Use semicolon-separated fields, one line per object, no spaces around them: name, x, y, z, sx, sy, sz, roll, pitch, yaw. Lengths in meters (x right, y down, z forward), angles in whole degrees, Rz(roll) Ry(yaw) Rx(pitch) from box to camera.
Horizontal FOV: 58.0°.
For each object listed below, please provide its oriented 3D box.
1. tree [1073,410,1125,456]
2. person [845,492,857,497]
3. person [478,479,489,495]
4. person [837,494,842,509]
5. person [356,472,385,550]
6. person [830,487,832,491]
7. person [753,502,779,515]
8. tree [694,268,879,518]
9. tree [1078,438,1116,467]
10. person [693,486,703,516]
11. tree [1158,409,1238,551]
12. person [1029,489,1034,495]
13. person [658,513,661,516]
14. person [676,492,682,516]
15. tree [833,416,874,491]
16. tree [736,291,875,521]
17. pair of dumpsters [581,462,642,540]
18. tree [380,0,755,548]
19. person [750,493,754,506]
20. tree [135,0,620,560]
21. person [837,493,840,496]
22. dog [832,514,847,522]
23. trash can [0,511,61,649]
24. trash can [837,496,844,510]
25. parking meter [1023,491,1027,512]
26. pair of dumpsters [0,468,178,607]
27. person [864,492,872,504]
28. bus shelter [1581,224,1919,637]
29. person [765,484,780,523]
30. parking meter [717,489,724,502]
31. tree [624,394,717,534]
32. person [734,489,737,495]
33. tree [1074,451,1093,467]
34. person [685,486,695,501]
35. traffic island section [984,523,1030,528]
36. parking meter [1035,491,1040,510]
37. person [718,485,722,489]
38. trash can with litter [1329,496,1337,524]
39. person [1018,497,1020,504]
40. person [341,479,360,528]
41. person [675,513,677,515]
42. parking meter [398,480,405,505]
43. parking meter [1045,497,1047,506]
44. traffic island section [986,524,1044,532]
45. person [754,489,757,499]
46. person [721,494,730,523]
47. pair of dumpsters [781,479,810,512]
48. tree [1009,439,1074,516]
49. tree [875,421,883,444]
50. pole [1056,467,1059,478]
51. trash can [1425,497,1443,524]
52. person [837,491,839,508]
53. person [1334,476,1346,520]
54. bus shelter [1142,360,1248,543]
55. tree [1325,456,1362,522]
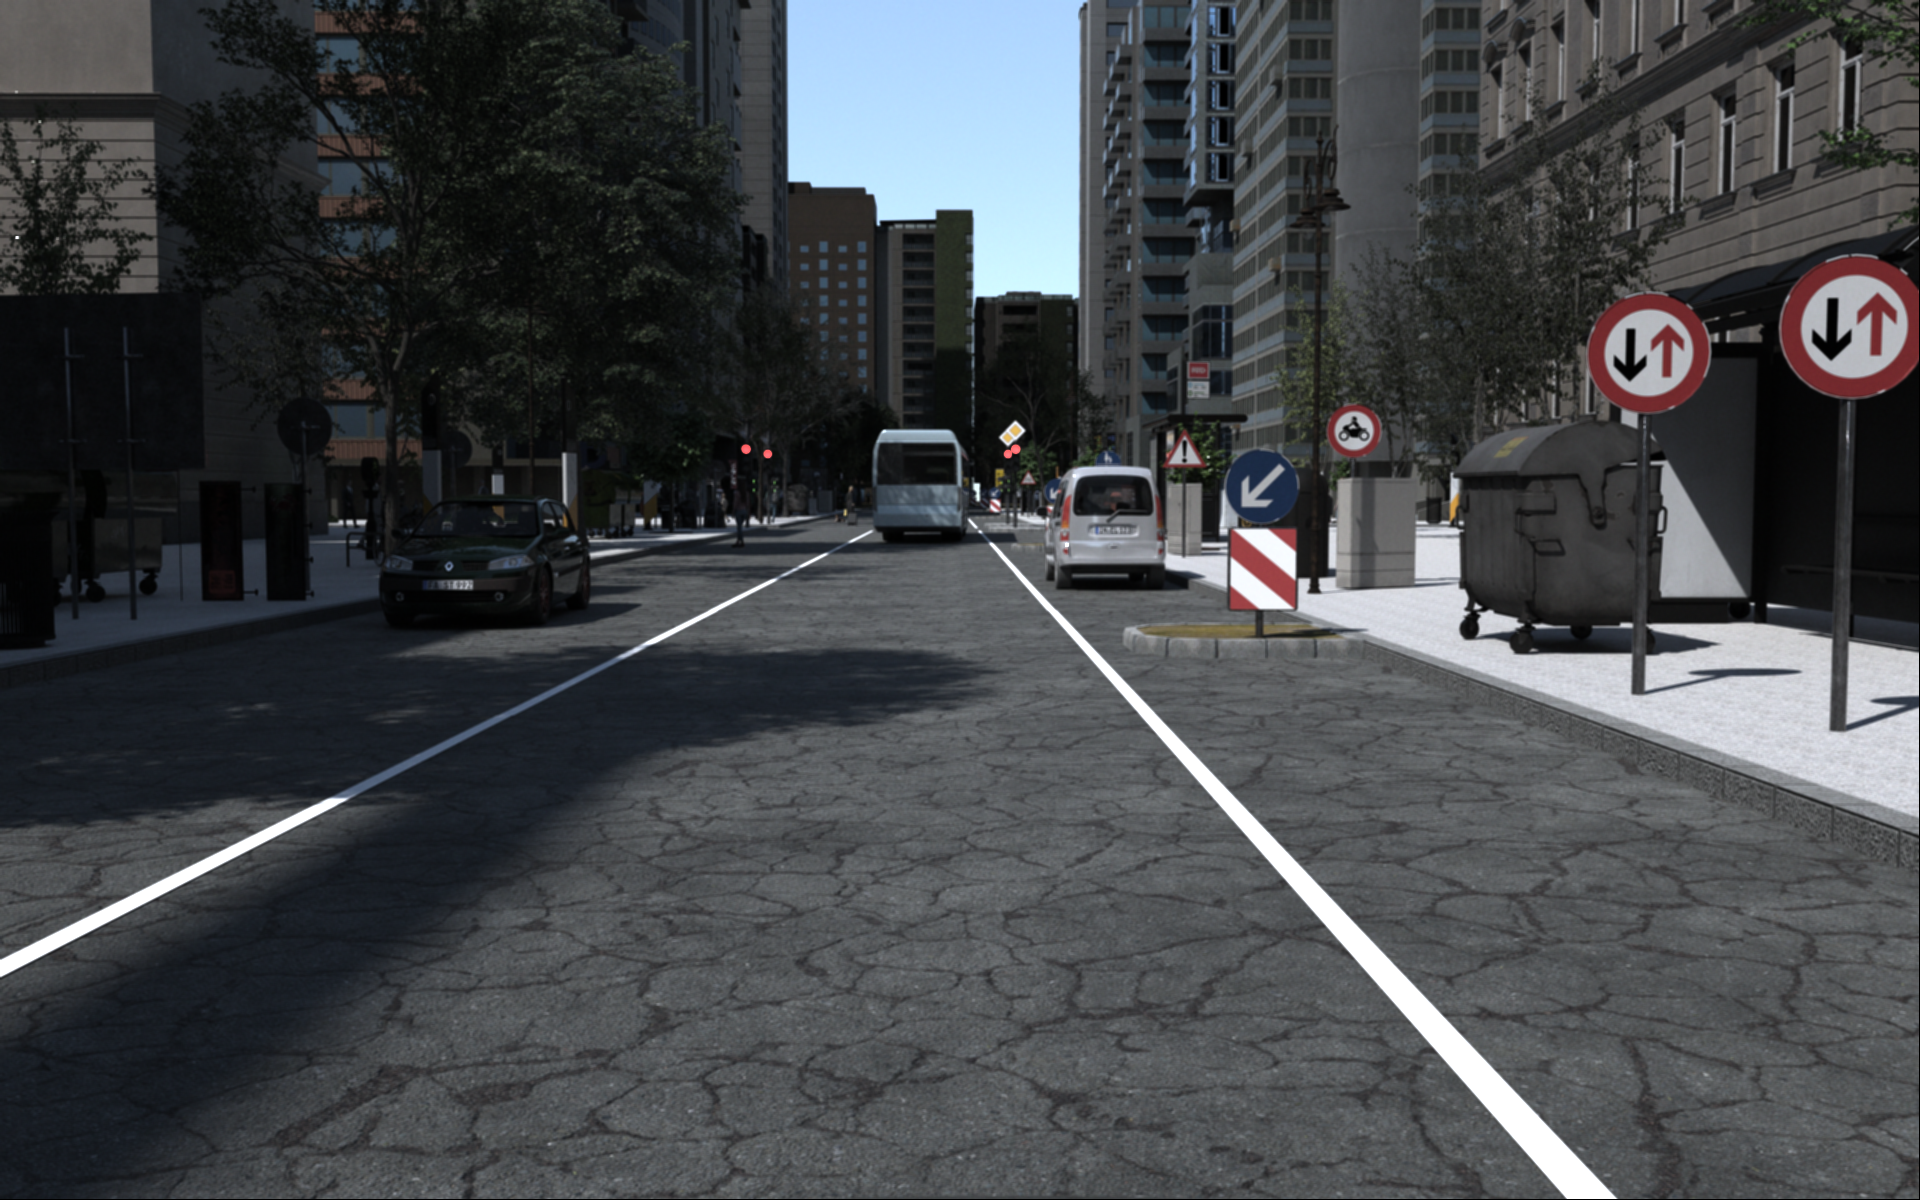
tree;11.190;-11.795;143.205;4.360;8.622;3.978;0;3;0
person;-10.479;-9.767;166.437;1.217;1.736;0.721;0;4;3
person;-16.238;-3.199;58.745;0.661;1.777;0.834;3;5;40
person;-9.863;-8.064;142.130;0.590;1.304;0.306;2;4;33
person;-13.344;-2.028;39.474;0.850;1.792;0.678;-1;4;-13
person;-9.866;-7.655;131.540;0.444;1.785;0.601;2;4;25
person;-11.519;-5.944;103.436;1.509;1.804;0.699;1;4;22
tree;-9.558;-11.241;94.165;12.009;13.543;11.850;0;3;0
tree;4.743;-3.955;59.263;1.663;3.219;1.824;0;3;0
person;-15.466;-5.904;102.591;0.581;1.822;0.654;1;4;22
tree;5.428;-2.763;39.784;1.663;3.219;1.824;0;3;0
person;5.500;-7.706;132.131;0.616;1.811;0.778;-2;4;-25
person;-17.853;-5.922;103.346;0.782;1.767;0.515;-1;4;-15
person;-16.120;-5.674;99.477;0.598;1.740;0.731;2;4;34
tree;-9.329;-12.052;147.410;4.737;8.622;4.395;0;3;0
tree;-9.489;-8.948;80.720;8.767;10.594;7.601;1;4;16
pair of dumpsters;-10.437;-2.946;50.656;1.574;2.255;4.437;0;4;0
tree;-9.139;-8.200;40.733;9.857;13.997;8.962;0;3;0
person;-15.550;-7.469;128.404;0.600;1.795;0.529;-2;4;-30
tree;-9.234;-5.675;27.205;8.767;10.594;7.601;1;4;18
person;-10.944;-8.831;151.142;1.217;1.735;0.721;1;4;9
dog;-6.144;-4.187;88.651;0.748;0.427;0.550;2;4;33
trash can;-7.921;-0.173;14.480;0.748;1.137;0.748;0;3;0
trash can;-9.640;-7.793;139.072;0.748;1.137;0.748;0;3;0
parking meter;4.654;-7.174;125.699;0.372;1.533;0.369;0;3;0
pair of dumpsters;-10.721;-1.068;19.962;1.574;2.255;4.437;0;4;0
person;-12.069;-13.424;228.719;1.217;1.736;0.721;-2;4;-25
bus shelter;7.234;-1.265;14.606;2.014;3.302;5.546;0;4;0
person;-8.329;-4.315;76.943;0.623;1.781;0.721;-1;4;-15
parking meter;-11.936;-4.755;86.150;0.372;1.533;0.369;0;3;0
tree;-9.518;-4.463;56.685;4.285;4.588;4.351;0;3;0
person;-18.366;-8.257;141.268;0.641;1.798;0.478;1;4;17
tree;9.258;-8.640;124.981;4.285;4.588;4.351;0;3;0
person;-16.748;-6.196;107.526;0.592;1.802;0.473;2;4;26
traffic island section;2.064;-3.164;74.014;2.009;0.180;2.903;0;4;0
parking meter;6.097;-7.845;136.675;0.372;1.533;0.369;0;3;0
person;-13.396;-5.495;96.162;0.850;1.792;0.678;-3;5;-45
trash can with litter;16.050;-3.957;75.750;1.678;1.210;2.233;1;4;14
person;7.440;-12.925;217.883;1.217;1.766;0.721;-2;4;-27
person;-22.897;-3.623;65.064;0.755;1.850;0.659;2;4;32
person;-17.727;-6.173;107.156;0.721;1.800;0.419;1;4;20
parking meter;-23.520;-4.106;72.847;0.255;1.863;0.399;-2;4;-34
parking meter;5.224;-6.205;107.170;0.255;1.863;0.399;-2;4;-26
traffic island section;2.130;-2.676;66.029;2.009;0.180;2.903;0;4;0
person;-17.834;-8.878;151.876;0.721;1.739;1.217;1;4;13
person;-10.345;-4.009;75.858;0.640;1.303;0.475;1;4;18
pair of dumpsters;-10.201;-6.418;107.420;1.574;2.255;4.437;0;4;-1
tree;4.382;-7.300;103.061;4.285;4.588;4.351;0;3;0
tree;-8.994;-11.707;125.818;8.767;10.594;7.601;2;4;35
pole;7.212;-8.221;128.252;0.158;3.312;0.155;0;3;0
trash can;20.359;-3.837;74.391;0.748;1.137;0.748;0;3;0
person;-11.607;-9.661;164.007;0.705;1.824;1.348;0;4;5
person;11.734;-2.884;53.201;0.388;1.821;0.555;-3;5;-43
bus shelter;6.480;-4.411;49.745;2.179;5.291;8.768;0;4;0
tree;17.577;-5.146;78.732;1.663;3.219;1.824;0;3;0
